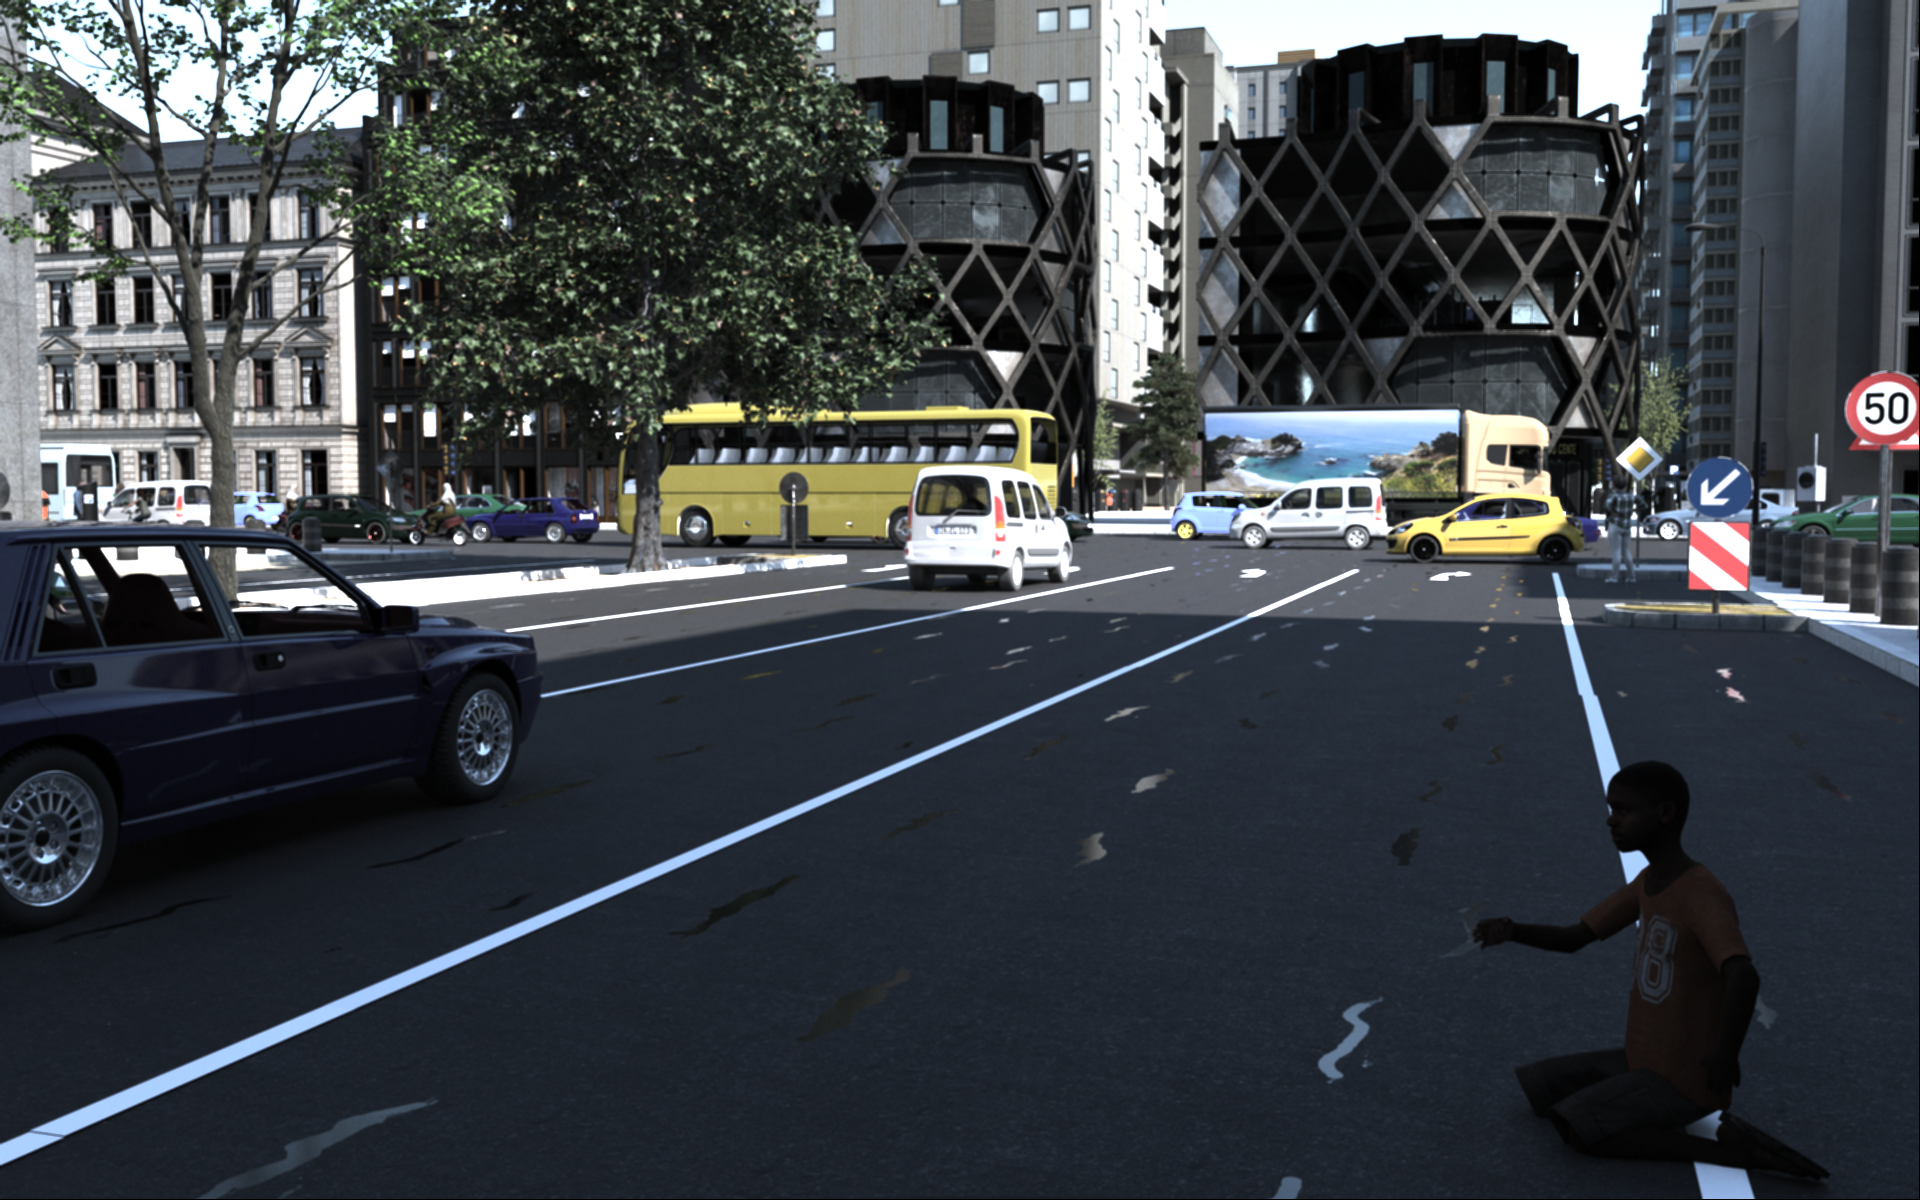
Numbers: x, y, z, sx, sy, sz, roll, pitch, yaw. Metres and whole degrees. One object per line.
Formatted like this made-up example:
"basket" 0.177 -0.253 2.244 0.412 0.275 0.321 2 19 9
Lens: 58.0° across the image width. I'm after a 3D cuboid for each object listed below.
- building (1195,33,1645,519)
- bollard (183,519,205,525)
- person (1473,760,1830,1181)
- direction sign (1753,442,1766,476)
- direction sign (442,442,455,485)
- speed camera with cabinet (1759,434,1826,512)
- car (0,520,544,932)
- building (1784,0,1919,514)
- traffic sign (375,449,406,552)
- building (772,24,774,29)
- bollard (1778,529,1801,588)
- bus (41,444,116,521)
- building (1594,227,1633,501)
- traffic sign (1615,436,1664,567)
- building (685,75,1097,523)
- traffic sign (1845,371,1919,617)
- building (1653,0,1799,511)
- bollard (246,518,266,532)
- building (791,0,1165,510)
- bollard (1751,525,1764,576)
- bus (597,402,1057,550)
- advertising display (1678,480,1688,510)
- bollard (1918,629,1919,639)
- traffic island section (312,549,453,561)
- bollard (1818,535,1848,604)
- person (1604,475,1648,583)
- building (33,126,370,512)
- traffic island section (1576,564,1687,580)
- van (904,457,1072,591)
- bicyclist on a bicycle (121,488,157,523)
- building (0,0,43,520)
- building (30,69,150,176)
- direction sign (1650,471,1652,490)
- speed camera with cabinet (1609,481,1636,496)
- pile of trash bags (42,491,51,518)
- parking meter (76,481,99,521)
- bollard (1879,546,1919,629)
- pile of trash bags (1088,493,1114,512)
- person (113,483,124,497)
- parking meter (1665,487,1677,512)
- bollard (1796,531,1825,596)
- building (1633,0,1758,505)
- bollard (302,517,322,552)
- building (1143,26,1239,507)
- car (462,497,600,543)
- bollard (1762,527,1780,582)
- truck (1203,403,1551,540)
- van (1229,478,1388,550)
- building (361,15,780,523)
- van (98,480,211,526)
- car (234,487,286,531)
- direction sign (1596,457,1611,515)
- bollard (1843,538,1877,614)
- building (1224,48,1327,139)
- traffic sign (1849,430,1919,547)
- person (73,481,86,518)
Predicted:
"building" 19.404 -12.530 72.319 16.811 18.784 16.820 1 4 18
"bollard" -15.504 -1.245 35.077 0.404 0.777 0.398 0 3 0
"person" 1.480 0.790 3.864 0.655 0.850 0.859 0 4 0
"direction sign" 34.851 -5.110 75.540 0.876 3.537 0.379 -2 4 -32
"direction sign" -22.371 -5.129 75.856 0.379 3.537 0.876 1 4 18
"speed camera with cabinet" 27.507 -3.850 57.291 0.660 3.252 2.038 -2 4 -32
"car" -3.384 0.330 7.186 1.945 1.354 3.894 1 4 19
"building" 44.245 -16.467 62.739 24.014 27.812 14.314 1 4 18
"traffic sign" -12.596 -2.120 38.312 0.795 2.450 0.064 1 4 18
"building" -8.634 -53.473 186.951 31.000 86.520 22.319 1 4 18
"bollard" 11.493 -0.551 23.728 0.404 0.777 0.398 0 3 0
"bus" -38.786 -4.386 66.569 13.247 3.499 2.948 1 4 17
"building" 92.908 -32.494 223.150 23.993 40.220 32.217 1 4 18
"traffic sign" 11.840 -1.626 30.226 0.795 2.450 0.064 1 4 18
"building" -1.992 -12.937 78.969 16.811 18.784 16.820 1 4 18
"traffic sign" 9.623 -1.098 18.056 0.768 2.556 0.104 1 4 22
"building" 68.544 -26.768 129.536 32.217 40.220 23.993 1 4 18
"bollard" -14.944 -1.348 36.764 0.404 0.777 0.398 0 3 0
"building" 1.982 -34.152 147.619 28.713 52.752 27.495 1 4 18
"bollard" 12.606 -0.757 27.095 0.404 0.777 0.398 0 3 0
"bus" -3.601 -3.338 46.131 12.252 3.916 2.896 1 4 20
"advertising display" 32.779 -4.457 78.089 0.974 1.923 0.123 -1 4 -23
"bollard" 8.707 -0.036 15.312 0.404 0.777 0.398 0 3 0
"traffic island section" -12.621 -0.985 38.382 2.009 0.180 2.903 1 4 18
"bollard" 10.382 -0.345 20.365 0.404 0.777 0.398 0 3 0
"person" 10.649 -1.143 27.909 0.841 1.734 0.376 -1 4 -17
"building" -35.590 -13.588 86.784 19.286 19.102 10.561 1 4 18
"traffic island section" 11.865 -0.490 30.296 2.009 0.180 2.903 1 4 18
"van" 0.525 -1.224 27.027 2.013 2.044 4.112 1 4 19
"bicyclist on a bicycle" -24.238 -2.514 51.133 1.625 1.676 1.499 1 4 17
"building" -30.980 -13.200 33.845 19.932 24.808 12.078 1 4 18
"building" -54.000 -16.181 93.438 19.941 23.489 11.050 1 4 18
"direction sign" 46.122 -7.563 115.653 0.379 3.537 0.876 1 4 16
"speed camera with cabinet" 44.603 -7.452 116.180 2.038 3.252 0.660 -1 4 -15
"pile of trash bags" -43.107 -4.421 82.034 3.447 1.369 1.912 2 4 34
"parking meter" -17.080 -1.560 33.922 0.372 1.533 0.369 0 3 0
"bollard" 9.267 -0.140 17.006 0.404 0.777 0.398 0 3 0
"pile of trash bags" 9.152 -6.865 121.997 3.447 1.369 1.912 -1 4 -15
"person" -27.025 -2.879 55.824 0.529 1.795 0.600 -2 4 -27
"parking meter" 24.950 -3.206 60.831 0.372 1.533 0.369 0 3 0
"bollard" 10.937 -0.448 22.044 0.404 0.777 0.398 0 3 0
"building" 73.394 -32.824 156.286 23.786 49.044 30.456 1 4 18
"bollard" -14.388 -1.452 38.449 0.404 0.777 0.398 0 3 0
"building" 16.633 -34.057 180.531 21.600 48.544 21.300 1 4 18
"car" -12.747 -2.375 51.415 3.894 1.354 1.945 1 4 18
"bollard" 12.051 -0.654 25.406 0.404 0.777 0.398 0 3 0
"truck" 13.474 -4.035 54.886 11.283 4.237 2.839 1 4 17
"van" 9.163 -2.363 45.646 4.112 2.044 2.013 1 4 18
"building" -17.863 -15.482 82.814 15.834 23.373 12.332 1 4 18
"van" -24.964 -2.828 53.247 4.112 2.044 2.013 1 4 19
"car" -28.272 -3.561 67.814 3.694 1.707 1.945 1 4 18
"direction sign" 39.459 -6.985 106.200 0.876 3.537 0.379 2 4 29
"bollard" 9.824 -0.243 18.684 0.404 0.777 0.398 0 3 0
"building" 36.953 -42.448 236.026 28.212 58.520 21.231 1 4 18
"traffic sign" 11.201 -1.278 20.898 0.884 2.594 0.081 2 4 26
"person" -24.267 -2.396 47.856 0.419 1.800 0.721 -1 4 -15
